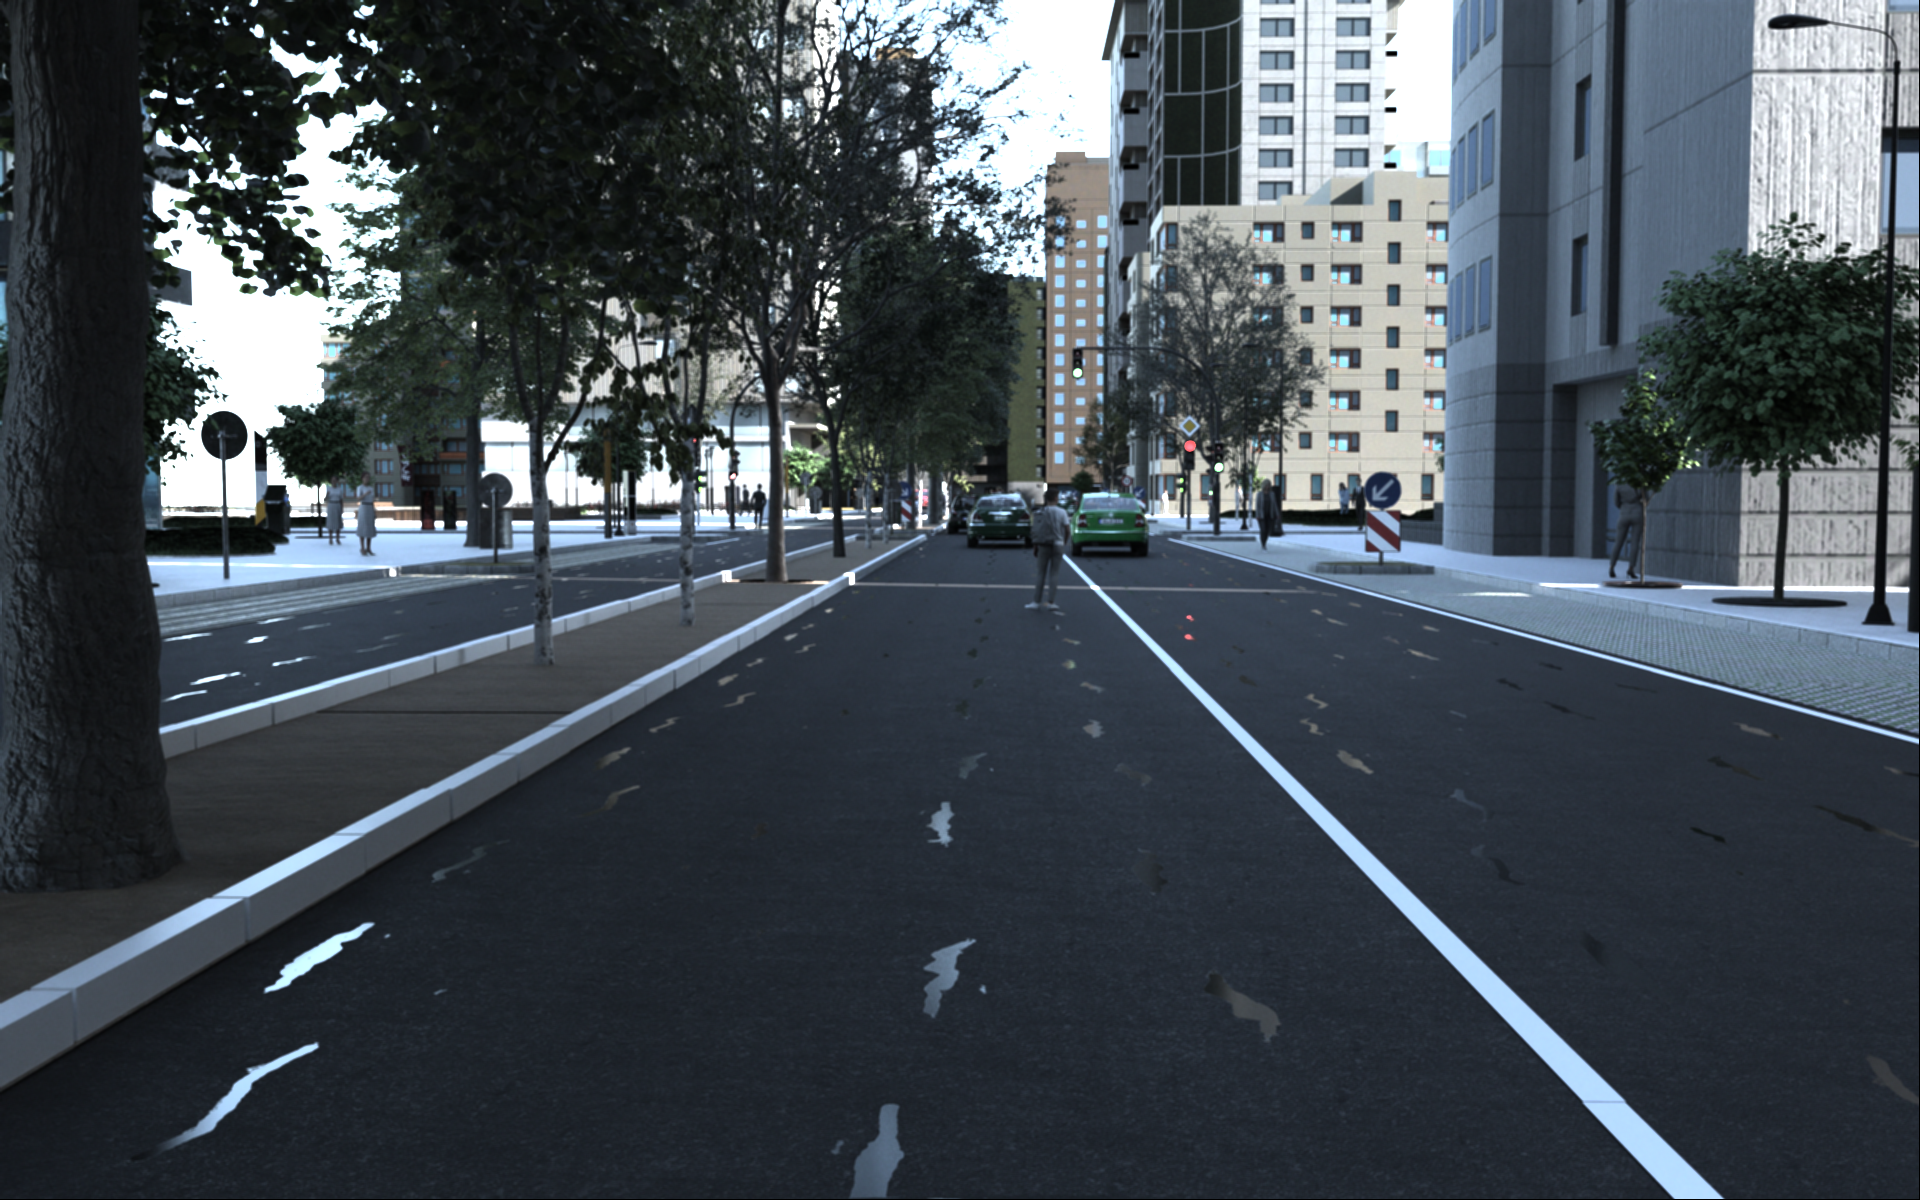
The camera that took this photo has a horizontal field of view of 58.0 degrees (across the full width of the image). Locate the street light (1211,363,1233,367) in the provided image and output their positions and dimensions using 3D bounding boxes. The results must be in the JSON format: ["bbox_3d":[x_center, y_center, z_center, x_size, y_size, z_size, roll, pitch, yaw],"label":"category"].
[{"bbox_3d":[9.621,-5.455,61.734,1.470,5.913,1.316,0,4,1],"label":"street light"}]

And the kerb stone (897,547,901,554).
[{"bbox_3d":[-1.494,-1.076,39.843,0.120,0.150,1.000,0,4,1],"label":"kerb stone"}]

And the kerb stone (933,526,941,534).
[{"bbox_3d":[-0.870,-2.617,65.018,0.120,0.150,1.000,0,4,1],"label":"kerb stone"}]

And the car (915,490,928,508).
[{"bbox_3d":[-3.398,-8.816,152.820,2.281,1.827,5.304,0,4,3],"label":"car"}]

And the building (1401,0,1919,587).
[{"bbox_3d":[21.566,-30.203,35.813,21.231,58.520,28.212,0,4,1],"label":"building"}]

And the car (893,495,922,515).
[{"bbox_3d":[-3.660,-6.693,121.428,2.014,1.417,4.499,0,4,0],"label":"car"}]

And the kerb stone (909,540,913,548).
[{"bbox_3d":[-1.363,-1.392,44.962,0.120,0.150,1.000,0,4,1],"label":"kerb stone"}]

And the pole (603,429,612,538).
[{"bbox_3d":[-10.182,-3.438,50.055,0.158,3.312,0.155,0,3,0],"label":"pole"}]

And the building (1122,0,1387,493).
[{"bbox_3d":[25.765,-43.891,155.870,20.563,71.187,20.611,0,4,1],"label":"building"}]

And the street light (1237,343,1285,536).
[{"bbox_3d":[9.380,-4.955,53.551,1.470,5.913,1.316,0,4,1],"label":"street light"}]

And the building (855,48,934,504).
[{"bbox_3d":[-17.660,-42.226,232.391,28.212,58.520,21.231,0,4,1],"label":"building"}]

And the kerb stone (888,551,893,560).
[{"bbox_3d":[-1.558,-0.892,36.777,0.120,0.150,1.000,0,4,1],"label":"kerb stone"}]

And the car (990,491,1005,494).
[{"bbox_3d":[4.018,-10.616,182.244,2.281,1.827,5.304,0,4,3],"label":"car"}]

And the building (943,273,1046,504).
[{"bbox_3d":[4.195,-28.016,229.756,14.107,30.474,14.160,0,4,1],"label":"building"}]

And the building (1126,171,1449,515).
[{"bbox_3d":[26.290,-16.704,118.151,27.650,21.520,28.899,0,4,1],"label":"building"}]

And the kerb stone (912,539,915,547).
[{"bbox_3d":[-1.340,-1.455,45.985,0.120,0.150,1.000,0,4,1],"label":"kerb stone"}]

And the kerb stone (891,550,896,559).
[{"bbox_3d":[-1.536,-0.954,37.799,0.120,0.150,1.000,0,4,1],"label":"kerb stone"}]

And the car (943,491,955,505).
[{"bbox_3d":[-1.506,-11.601,198.346,2.281,1.827,5.304,0,4,1],"label":"car"}]

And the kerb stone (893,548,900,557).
[{"bbox_3d":[-1.502,-1.017,38.820,0.120,0.150,1.000,0,4,1],"label":"kerb stone"}]

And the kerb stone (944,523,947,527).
[{"bbox_3d":[-0.721,-2.988,71.154,0.120,0.150,1.000,0,4,1],"label":"kerb stone"}]

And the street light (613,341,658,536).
[{"bbox_3d":[-9.875,-4.904,52.718,1.470,5.913,1.316,0,4,1],"label":"street light"}]

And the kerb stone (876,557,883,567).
[{"bbox_3d":[-1.633,-0.701,33.694,0.120,0.150,1.000,0,4,1],"label":"kerb stone"}]

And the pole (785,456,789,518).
[{"bbox_3d":[-9.334,-6.094,93.475,0.158,3.312,0.155,0,3,0],"label":"pole"}]

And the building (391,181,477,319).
[{"bbox_3d":[-61.350,-35.442,234.103,28.867,44.769,22.147,0,4,1],"label":"building"}]

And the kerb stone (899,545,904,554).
[{"bbox_3d":[-1.465,-1.142,40.865,0.120,0.150,1.000,0,4,1],"label":"kerb stone"}]

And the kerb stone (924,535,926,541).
[{"bbox_3d":[-1.192,-1.832,52.147,0.120,0.150,1.000,0,4,1],"label":"kerb stone"}]

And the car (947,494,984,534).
[{"bbox_3d":[0.488,-3.265,63.163,2.009,1.686,4.222,0,4,3],"label":"car"}]

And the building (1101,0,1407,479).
[{"bbox_3d":[29.755,-36.214,181.341,28.713,52.752,27.495,0,4,1],"label":"building"}]

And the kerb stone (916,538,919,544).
[{"bbox_3d":[-1.292,-1.580,48.028,0.120,0.150,1.000,0,4,1],"label":"kerb stone"}]

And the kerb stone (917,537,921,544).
[{"bbox_3d":[-1.268,-1.643,49.062,0.120,0.150,1.000,0,4,1],"label":"kerb stone"}]

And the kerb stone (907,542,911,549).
[{"bbox_3d":[-1.386,-1.330,43.941,0.120,0.150,1.000,0,4,1],"label":"kerb stone"}]

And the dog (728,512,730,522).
[{"bbox_3d":[-10.375,-3.762,78.332,0.540,0.507,0.406,3,5,41],"label":"dog"}]

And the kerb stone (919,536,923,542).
[{"bbox_3d":[-1.232,-1.706,50.096,0.120,0.150,1.000,0,4,1],"label":"kerb stone"}]

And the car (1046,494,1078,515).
[{"bbox_3d":[6.825,-6.341,115.475,2.131,1.459,4.920,0,4,2],"label":"car"}]

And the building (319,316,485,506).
[{"bbox_3d":[-53.900,-21.678,199.474,28.899,21.520,27.650,0,4,1],"label":"building"}]

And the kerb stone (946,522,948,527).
[{"bbox_3d":[-0.670,-3.117,73.207,0.120,0.150,1.000,0,4,1],"label":"kerb stone"}]

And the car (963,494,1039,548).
[{"bbox_3d":[1.141,-2.201,47.781,2.131,1.459,4.920,0,4,2],"label":"car"}]

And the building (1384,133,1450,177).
[{"bbox_3d":[55.030,-37.479,232.388,30.456,49.044,23.786,0,4,1],"label":"building"}]

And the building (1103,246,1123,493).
[{"bbox_3d":[23.674,-26.375,202.938,14.160,30.474,14.107,0,4,1],"label":"building"}]

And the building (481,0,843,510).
[{"bbox_3d":[-24.550,-34.344,150.763,28.713,52.752,27.495,0,4,1],"label":"building"}]

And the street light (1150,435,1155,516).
[{"bbox_3d":[10.604,-7.787,99.857,1.470,5.913,1.316,0,4,1],"label":"street light"}]

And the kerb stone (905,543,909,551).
[{"bbox_3d":[-1.416,-1.268,42.919,0.120,0.150,1.000,0,4,1],"label":"kerb stone"}]

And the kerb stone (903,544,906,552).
[{"bbox_3d":[-1.446,-1.203,41.892,0.120,0.150,1.000,0,4,1],"label":"kerb stone"}]

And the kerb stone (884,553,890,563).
[{"bbox_3d":[-1.584,-0.829,35.749,0.120,0.150,1.000,0,4,1],"label":"kerb stone"}]

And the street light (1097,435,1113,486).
[{"bbox_3d":[11.529,-10.038,136.668,1.470,5.913,1.316,0,4,1],"label":"street light"}]

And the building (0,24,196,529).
[{"bbox_3d":[-37.862,-25.921,43.411,30.456,49.044,23.786,0,4,1],"label":"building"}]

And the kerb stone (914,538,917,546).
[{"bbox_3d":[-1.313,-1.518,47.007,0.120,0.150,1.000,0,4,1],"label":"kerb stone"}]

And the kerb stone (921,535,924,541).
[{"bbox_3d":[-1.219,-1.769,51.118,0.120,0.150,1.000,0,4,1],"label":"kerb stone"}]

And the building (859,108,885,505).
[{"bbox_3d":[-24.193,-35.467,199.494,30.456,49.044,23.786,0,4,1],"label":"building"}]

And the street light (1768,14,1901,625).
[{"bbox_3d":[8.528,-2.715,16.934,1.470,5.913,1.316,0,4,1],"label":"street light"}]

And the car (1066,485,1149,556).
[{"bbox_3d":[3.532,-1.998,41.470,1.959,1.807,4.718,0,4,3],"label":"car"}]

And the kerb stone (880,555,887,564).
[{"bbox_3d":[-1.612,-0.766,34.719,0.120,0.150,1.000,0,4,1],"label":"kerb stone"}]

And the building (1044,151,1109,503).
[{"bbox_3d":[18.346,-35.393,228.779,14.200,45.320,14.600,0,4,1],"label":"building"}]

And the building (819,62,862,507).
[{"bbox_3d":[-17.258,-31.959,172.636,14.600,45.320,14.200,0,4,1],"label":"building"}]
